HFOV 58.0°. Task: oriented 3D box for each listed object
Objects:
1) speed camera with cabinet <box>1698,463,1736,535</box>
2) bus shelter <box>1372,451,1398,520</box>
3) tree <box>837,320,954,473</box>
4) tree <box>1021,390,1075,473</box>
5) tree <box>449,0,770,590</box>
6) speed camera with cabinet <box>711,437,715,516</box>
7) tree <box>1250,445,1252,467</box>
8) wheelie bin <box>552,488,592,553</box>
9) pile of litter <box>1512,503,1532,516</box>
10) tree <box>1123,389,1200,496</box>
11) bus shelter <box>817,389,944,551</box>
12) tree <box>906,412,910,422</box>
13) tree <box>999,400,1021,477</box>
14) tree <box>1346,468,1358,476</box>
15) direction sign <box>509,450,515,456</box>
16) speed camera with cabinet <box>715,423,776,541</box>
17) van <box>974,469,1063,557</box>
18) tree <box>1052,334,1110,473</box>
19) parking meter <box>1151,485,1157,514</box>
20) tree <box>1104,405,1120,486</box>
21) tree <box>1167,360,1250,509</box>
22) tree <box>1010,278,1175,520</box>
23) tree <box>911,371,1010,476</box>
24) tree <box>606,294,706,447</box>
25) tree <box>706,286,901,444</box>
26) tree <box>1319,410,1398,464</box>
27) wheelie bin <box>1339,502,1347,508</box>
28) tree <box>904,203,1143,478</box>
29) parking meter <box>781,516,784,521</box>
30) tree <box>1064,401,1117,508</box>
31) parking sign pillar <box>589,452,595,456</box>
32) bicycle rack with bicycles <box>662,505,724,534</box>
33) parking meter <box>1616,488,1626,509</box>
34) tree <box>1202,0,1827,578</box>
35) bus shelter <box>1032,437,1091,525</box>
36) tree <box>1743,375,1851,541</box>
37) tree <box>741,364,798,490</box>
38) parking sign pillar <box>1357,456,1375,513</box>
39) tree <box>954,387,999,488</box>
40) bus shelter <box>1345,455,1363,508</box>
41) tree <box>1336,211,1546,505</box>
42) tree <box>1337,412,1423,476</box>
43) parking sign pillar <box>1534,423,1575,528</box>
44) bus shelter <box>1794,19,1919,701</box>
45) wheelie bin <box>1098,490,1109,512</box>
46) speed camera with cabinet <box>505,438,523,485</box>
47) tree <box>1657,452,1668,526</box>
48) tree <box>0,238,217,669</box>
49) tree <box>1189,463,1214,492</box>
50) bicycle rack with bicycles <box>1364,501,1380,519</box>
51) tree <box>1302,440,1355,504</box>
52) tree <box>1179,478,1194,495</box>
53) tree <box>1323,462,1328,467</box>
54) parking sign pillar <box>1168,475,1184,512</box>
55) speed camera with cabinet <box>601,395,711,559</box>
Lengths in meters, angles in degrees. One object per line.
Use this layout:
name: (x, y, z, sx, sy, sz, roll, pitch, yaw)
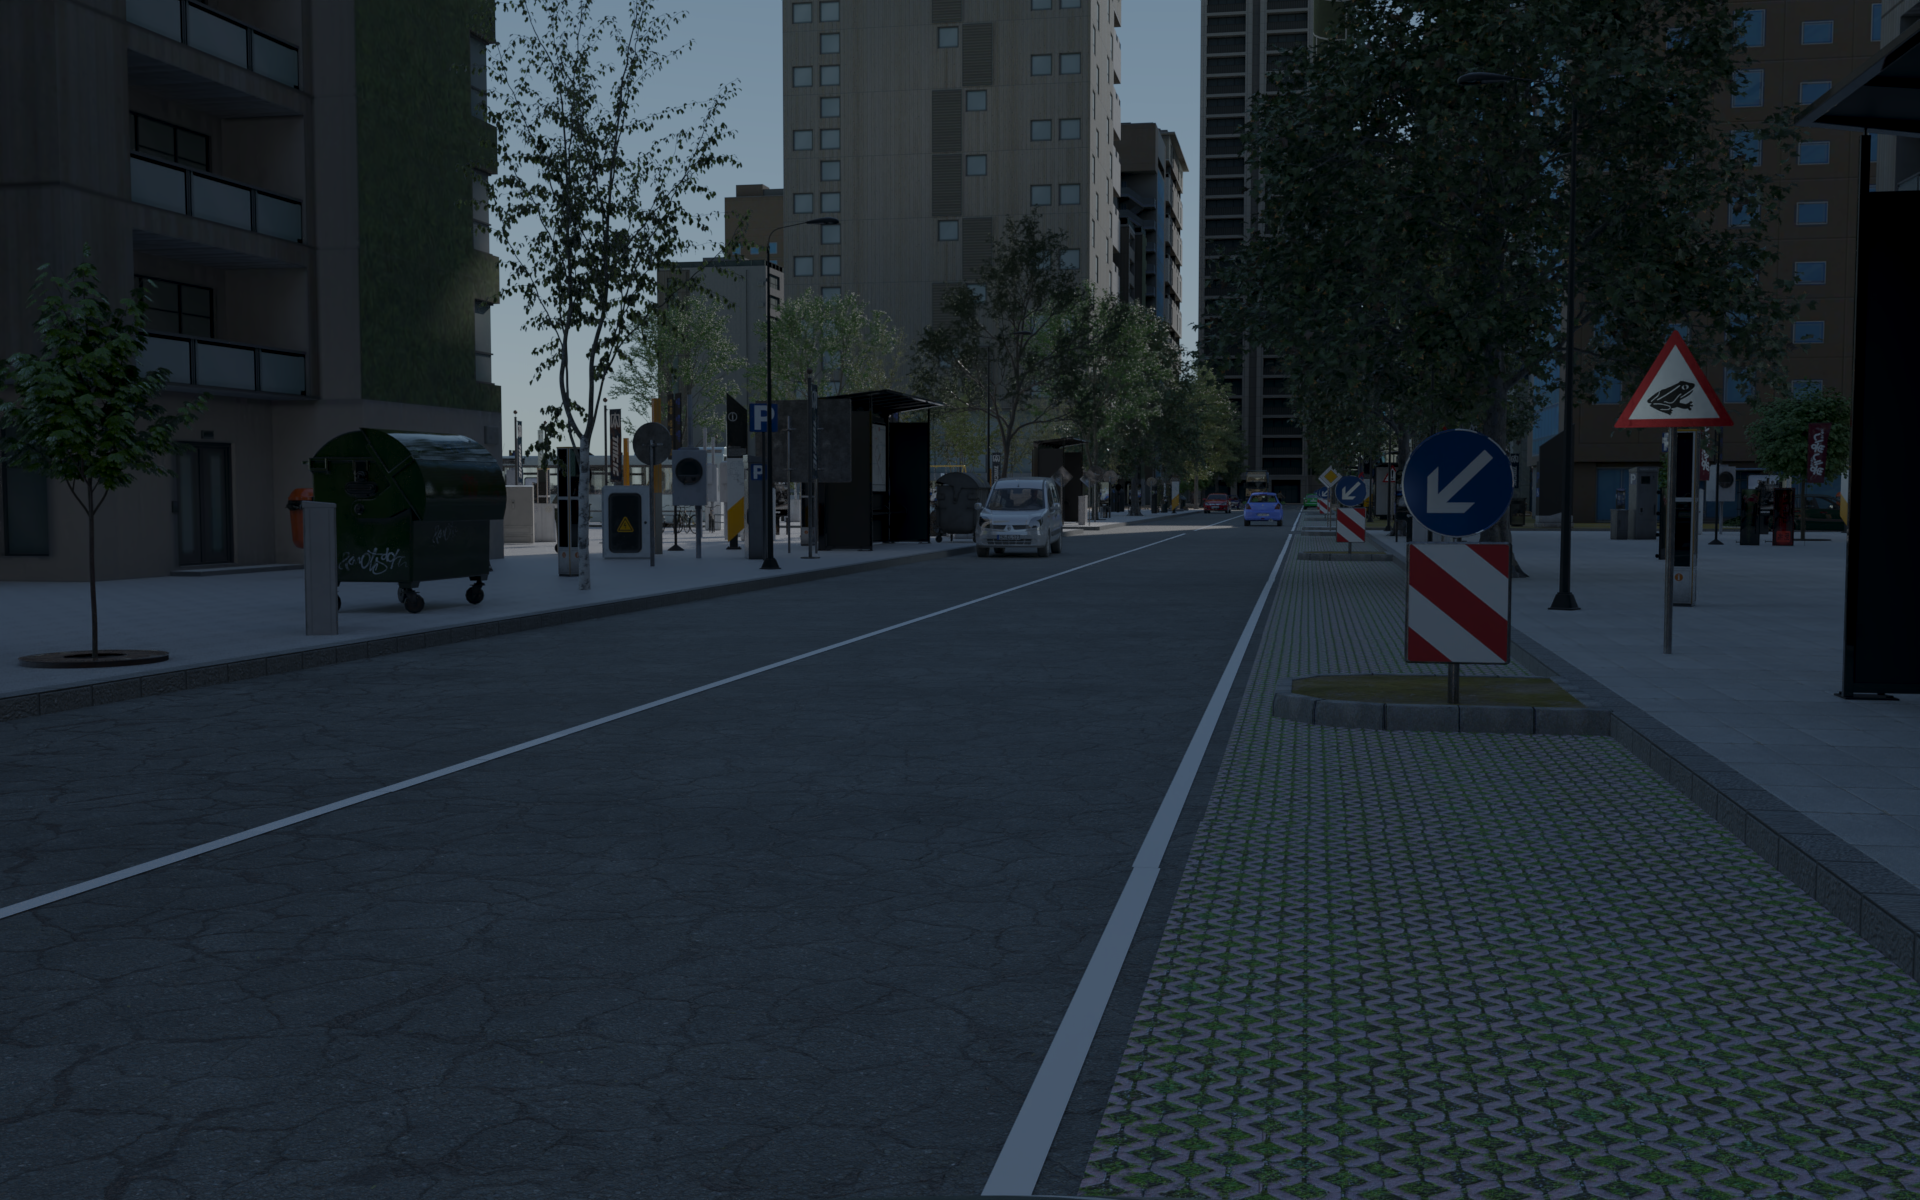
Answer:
speed camera with cabinet: (23.407, -3.694, 54.735, 2.038, 3.252, 0.660, 0, 4, -8)
bus shelter: (20.910, -5.479, 83.500, 2.014, 3.302, 5.546, 1, 4, 11)
tree: (-3.292, -7.578, 74.257, 4.360, 8.622, 3.978, 0, 3, 0)
tree: (6.882, -10.692, 125.181, 4.360, 8.622, 3.978, 0, 3, 0)
tree: (-4.906, -4.453, 23.164, 4.360, 8.622, 3.978, 0, 3, 0)
speed camera with cabinet: (-7.057, -3.527, 51.997, 2.038, 3.252, 0.660, -2, 4, -28)
tree: (27.435, -16.468, 187.380, 7.486, 12.596, 7.792, 0, 3, 0)
wheelie bin: (-8.327, -1.792, 37.207, 0.693, 1.594, 0.980, -3, 4, -37)
pile of litter: (32.450, -5.246, 99.744, 1.719, 0.858, 1.176, 3, 4, 36)
tree: (14.231, -10.298, 118.736, 4.360, 8.622, 3.978, 0, 3, 0)
bus shelter: (-1.864, -3.101, 41.991, 1.731, 3.624, 6.357, 1, 4, 12)
tree: (-3.137, -11.310, 135.281, 4.737, 8.622, 4.395, 0, 3, 0)
tree: (3.832, -11.059, 131.178, 4.360, 8.622, 3.978, 0, 3, 0)
tree: (29.006, -8.158, 127.981, 1.663, 3.219, 1.824, 0, 3, 0)
direction sign: (-23.038, -5.943, 89.165, 0.379, 3.537, 0.876, 0, 4, 5)
speed camera with cabinet: (-5.873, -3.274, 47.874, 0.660, 3.252, 2.038, -3, 5, -39)
van: (1.424, -2.058, 40.666, 2.013, 2.044, 4.112, 1, 4, 9)
tree: (10.180, -11.287, 101.557, 9.611, 12.733, 9.660, 0, 3, 0)
parking meter: (12.796, -6.627, 114.067, 0.255, 1.863, 0.399, 2, 4, 35)
tree: (11.972, -11.539, 139.031, 4.360, 8.622, 3.978, 0, 3, 0)
tree: (20.088, -13.966, 146.478, 7.486, 12.596, 7.792, 0, 3, 0)
tree: (6.468, -9.731, 84.862, 9.928, 11.665, 9.643, 0, 3, 0)
tree: (0.507, -9.276, 102.021, 4.737, 8.622, 4.395, 0, 3, 0)
tree: (-14.633, -9.991, 89.109, 9.928, 11.665, 9.643, 0, 3, 0)
tree: (-6.976, -9.779, 85.648, 9.928, 11.665, 9.643, 0, 3, 0)
tree: (26.036, -10.804, 111.058, 7.601, 10.594, 8.767, 2, 4, 26)
wheelie bin: (28.705, -7.446, 129.652, 0.693, 1.594, 0.980, 0, 4, 8)
tree: (1.542, -7.425, 55.804, 7.601, 10.594, 8.767, 3, 5, 40)
parking meter: (-8.222, -4.455, 81.243, 0.372, 1.533, 0.369, 0, 3, 0)
tree: (9.938, -10.998, 130.184, 4.737, 8.622, 4.395, 0, 3, 0)
parking sign pillar: (-22.005, -7.129, 105.039, 1.447, 3.967, 1.447, -1, 4, -12)
bicycle rack with bicycles: (-8.813, -2.660, 56.865, 2.852, 0.926, 2.925, -1, 4, -21)
parking meter: (27.767, -3.939, 72.816, 0.372, 1.533, 0.369, 0, 3, 0)
tree: (8.179, -6.699, 26.530, 9.611, 12.733, 9.660, 0, 3, 0)
bus shelter: (4.376, -5.066, 74.108, 1.731, 3.624, 6.357, 1, 4, 11)
tree: (23.452, -3.926, 47.906, 4.285, 4.588, 4.351, 0, 3, 0)
tree: (-10.416, -9.034, 98.074, 4.737, 8.622, 4.395, 0, 3, 0)
parking sign pillar: (28.079, -8.016, 119.532, 1.447, 3.967, 1.447, 1, 4, 20)
tree: (-0.512, -9.626, 107.742, 4.360, 8.622, 3.978, 0, 3, 0)
bus shelter: (31.008, -9.623, 134.974, 2.179, 5.291, 8.768, 1, 4, 11)
tree: (12.268, -5.648, 42.709, 4.737, 8.622, 4.395, 0, 3, 0)
tree: (19.012, -7.535, 73.553, 4.360, 8.622, 3.978, 0, 3, 0)
parking sign pillar: (22.714, -4.749, 66.114, 1.447, 3.967, 1.447, 0, 4, 1)
bus shelter: (5.432, -1.006, 7.726, 1.731, 3.624, 6.357, 1, 4, 11)
wheelie bin: (10.104, -6.966, 121.799, 0.980, 1.594, 0.693, 3, 4, 37)
speed camera with cabinet: (-16.027, -4.137, 61.980, 0.660, 3.252, 2.038, -1, 4, -18)
tree: (28.477, -4.578, 69.446, 1.663, 3.219, 1.824, 0, 3, 0)
tree: (-6.519, -1.140, 13.239, 1.663, 3.219, 1.824, 0, 3, 0)
tree: (21.756, -10.770, 159.797, 4.285, 4.588, 4.351, 0, 3, 0)
bicycle rack with bicycles: (21.710, -4.709, 90.379, 2.852, 0.926, 2.925, 0, 4, -1)
tree: (46.500, -18.263, 216.721, 7.486, 12.596, 7.792, 0, 3, 0)
tree: (17.639, -8.806, 138.587, 1.663, 3.219, 1.824, 0, 3, 0)
tree: (24.321, -9.366, 103.494, 4.737, 8.622, 4.395, 0, 3, 0)
parking sign pillar: (15.835, -8.532, 127.976, 1.447, 3.967, 1.447, 1, 4, 14)
speed camera with cabinet: (-6.040, -2.443, 34.278, 2.038, 3.252, 0.660, 0, 4, -5)
